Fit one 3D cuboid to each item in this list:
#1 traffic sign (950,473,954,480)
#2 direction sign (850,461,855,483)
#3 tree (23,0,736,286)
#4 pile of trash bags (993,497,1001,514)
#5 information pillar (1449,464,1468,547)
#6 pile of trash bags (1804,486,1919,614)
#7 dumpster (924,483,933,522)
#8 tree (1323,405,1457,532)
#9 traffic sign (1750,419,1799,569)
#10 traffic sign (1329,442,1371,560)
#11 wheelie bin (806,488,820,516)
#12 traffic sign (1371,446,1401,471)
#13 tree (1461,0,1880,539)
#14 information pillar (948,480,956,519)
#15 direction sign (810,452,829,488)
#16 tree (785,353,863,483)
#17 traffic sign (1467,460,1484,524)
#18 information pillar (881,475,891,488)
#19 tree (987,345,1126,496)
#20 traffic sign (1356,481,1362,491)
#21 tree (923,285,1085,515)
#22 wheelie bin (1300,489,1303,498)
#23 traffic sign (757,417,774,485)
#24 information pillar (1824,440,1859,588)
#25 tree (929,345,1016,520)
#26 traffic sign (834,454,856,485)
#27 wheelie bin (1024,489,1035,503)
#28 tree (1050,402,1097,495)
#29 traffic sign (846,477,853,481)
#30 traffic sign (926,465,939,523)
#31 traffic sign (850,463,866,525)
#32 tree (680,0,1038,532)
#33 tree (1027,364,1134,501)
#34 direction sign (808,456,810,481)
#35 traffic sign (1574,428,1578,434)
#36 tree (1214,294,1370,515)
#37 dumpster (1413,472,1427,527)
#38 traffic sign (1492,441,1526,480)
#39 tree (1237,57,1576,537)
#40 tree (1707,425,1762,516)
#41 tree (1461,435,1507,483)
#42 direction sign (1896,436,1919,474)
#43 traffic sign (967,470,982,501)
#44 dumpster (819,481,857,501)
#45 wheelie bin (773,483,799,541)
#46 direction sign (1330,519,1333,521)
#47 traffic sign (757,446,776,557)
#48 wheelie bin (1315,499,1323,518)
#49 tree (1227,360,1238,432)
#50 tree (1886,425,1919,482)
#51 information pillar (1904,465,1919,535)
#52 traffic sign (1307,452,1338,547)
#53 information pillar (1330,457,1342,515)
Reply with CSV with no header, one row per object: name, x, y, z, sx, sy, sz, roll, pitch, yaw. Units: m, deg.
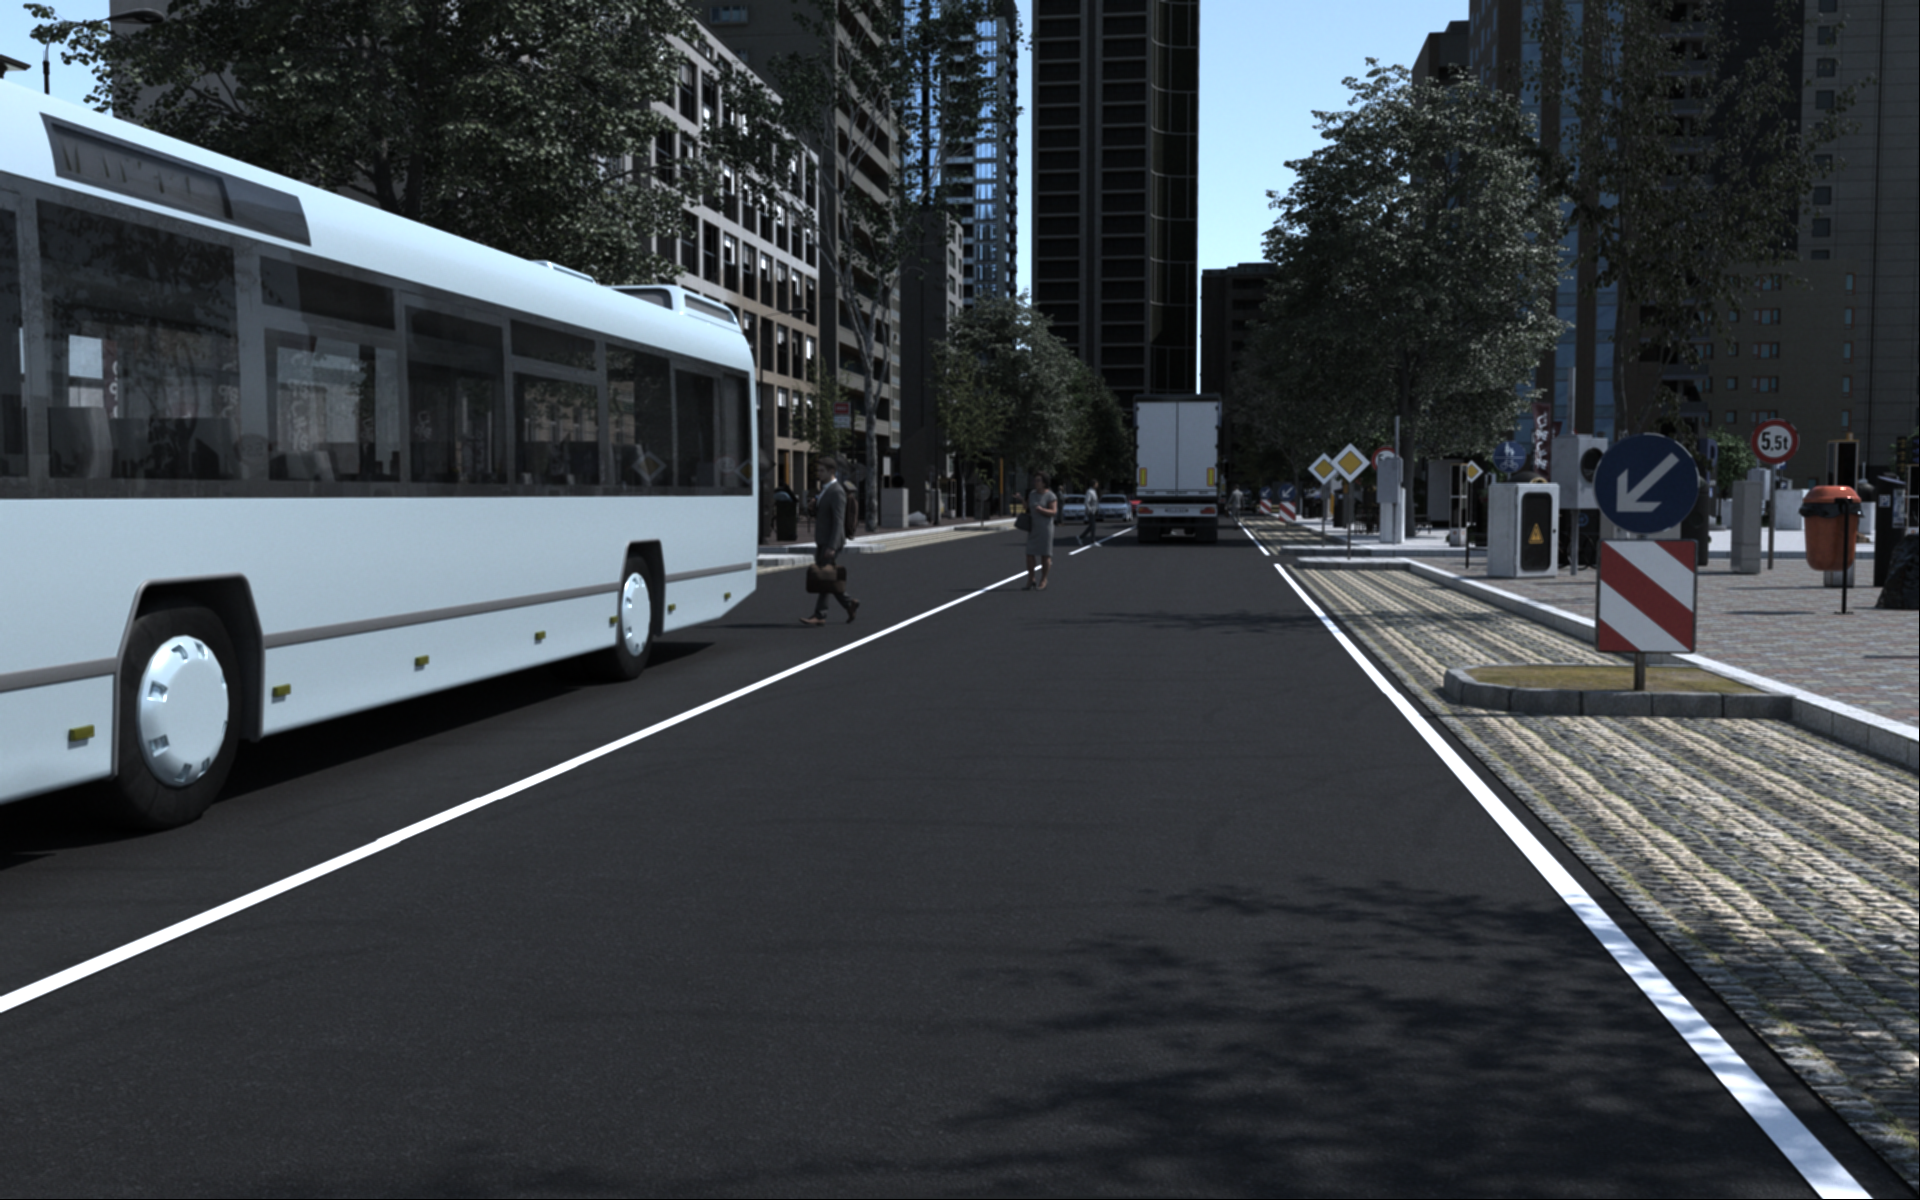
traffic sign,-0.190,-6.100,99.847,0.768,2.556,0.104,1,4,12
direction sign,-7.484,-7.667,117.357,0.876,3.537,0.379,2,4,35
tree,-8.334,-7.315,26.261,9.857,13.997,8.962,0,3,0
pile of trash bags,1.702,-6.081,109.172,1.912,1.369,3.447,1,4,15
information pillar,12.142,-2.305,42.180,0.304,2.012,0.304,-3,5,-42
pile of trash bags,10.827,-0.561,18.921,3.447,1.369,1.912,0,4,-8
dumpster,-1.983,-4.428,78.149,1.264,1.857,1.865,1,4,8
tree,14.006,-4.608,59.052,4.285,4.588,4.351,0,3,0
traffic sign,13.804,-1.793,29.424,0.768,2.556,0.104,1,4,11
traffic sign,7.574,-1.837,33.683,0.795,2.450,0.064,1,4,8
wheelie bin,-8.209,-5.474,97.414,0.980,1.594,0.693,3,4,37
traffic sign,11.307,-2.808,46.022,0.768,2.556,0.104,1,4,18
tree,8.048,-4.269,20.154,4.360,8.622,3.978,0,3,0
information pillar,-0.429,-5.193,89.400,0.304,2.012,0.304,-3,5,-42
direction sign,-7.476,-6.196,93.309,0.876,3.537,0.379,-1,4,-23
tree,-6.854,-8.533,89.880,4.737,8.622,4.395,0,3,0
traffic sign,17.179,-3.489,58.224,0.795,2.450,0.064,1,4,17
information pillar,-2.877,-3.843,67.329,0.304,2.012,0.304,-1,4,-14
tree,5.429,-11.752,117.898,9.928,11.665,9.643,0,3,0
traffic sign,21.407,-5.645,92.400,0.768,2.556,0.104,1,4,15
tree,2.668,-12.135,105.065,9.857,13.997,8.962,0,3,0
wheelie bin,22.046,-6.235,109.858,0.980,1.594,0.693,1,4,21
traffic sign,-6.039,-3.208,46.321,2.265,3.308,0.079,1,4,17
information pillar,12.046,-1.174,23.681,0.304,2.012,0.304,0,4,7
tree,0.317,-8.232,84.959,4.737,8.622,4.395,0,3,0
traffic sign,-2.989,-2.426,43.311,0.795,2.450,0.064,1,4,8
wheelie bin,4.717,-6.594,115.712,0.980,1.594,0.693,1,4,15
tree,8.344,-11.308,135.255,4.737,8.622,4.395,0,3,0
traffic sign,-4.758,-4.375,71.542,0.884,2.594,0.081,1,4,9
traffic sign,-1.295,-4.653,76.185,0.768,2.556,0.104,1,4,13
traffic sign,-4.185,-4.317,70.685,0.768,2.556,0.104,1,4,9
tree,-4.363,-12.332,57.515,12.611,20.169,13.585,0,3,0
tree,10.471,-14.308,150.949,9.611,12.733,9.660,0,3,0
direction sign,-8.619,-6.802,103.208,0.876,3.537,0.379,1,4,21
traffic sign,12.027,-2.080,34.009,0.884,2.594,0.081,1,4,15
tree,20.604,-11.965,106.003,12.009,13.543,11.850,0,3,0
dumpster,17.576,-4.000,67.900,1.502,2.255,1.985,1,4,8
traffic sign,13.115,-2.527,41.425,0.768,2.556,0.104,1,4,12
tree,13.466,-8.866,51.609,9.857,13.997,8.962,0,3,0
tree,35.556,-5.939,80.822,4.285,4.588,4.351,0,3,0
tree,26.159,-6.324,87.114,4.285,4.588,4.351,0,3,0
direction sign,37.153,-4.640,67.868,0.876,3.537,0.379,1,4,22
traffic sign,0.797,-5.502,89.964,0.884,2.594,0.081,1,4,16
dumpster,-4.928,-3.917,69.806,1.264,1.857,1.865,1,4,8
wheelie bin,-4.764,-2.413,47.353,0.693,1.594,0.980,0,4,-8
direction sign,17.742,-5.506,82.024,0.876,3.537,0.379,0,4,-5
traffic sign,-4.143,-1.943,35.409,0.795,2.450,0.064,1,4,8
wheelie bin,19.487,-5.258,93.872,0.980,1.594,0.693,-1,4,-11
tree,23.380,-13.028,119.670,9.857,13.997,8.962,0,3,0
tree,40.214,-5.361,71.366,4.285,4.588,4.351,0,3,0
information pillar,23.805,-2.372,43.273,0.304,2.012,0.304,1,4,16
traffic sign,8.729,-2.321,41.584,0.795,2.450,0.064,1,4,8
information pillar,14.673,-4.655,67.458,0.504,3.616,0.183,-1,4,-19
